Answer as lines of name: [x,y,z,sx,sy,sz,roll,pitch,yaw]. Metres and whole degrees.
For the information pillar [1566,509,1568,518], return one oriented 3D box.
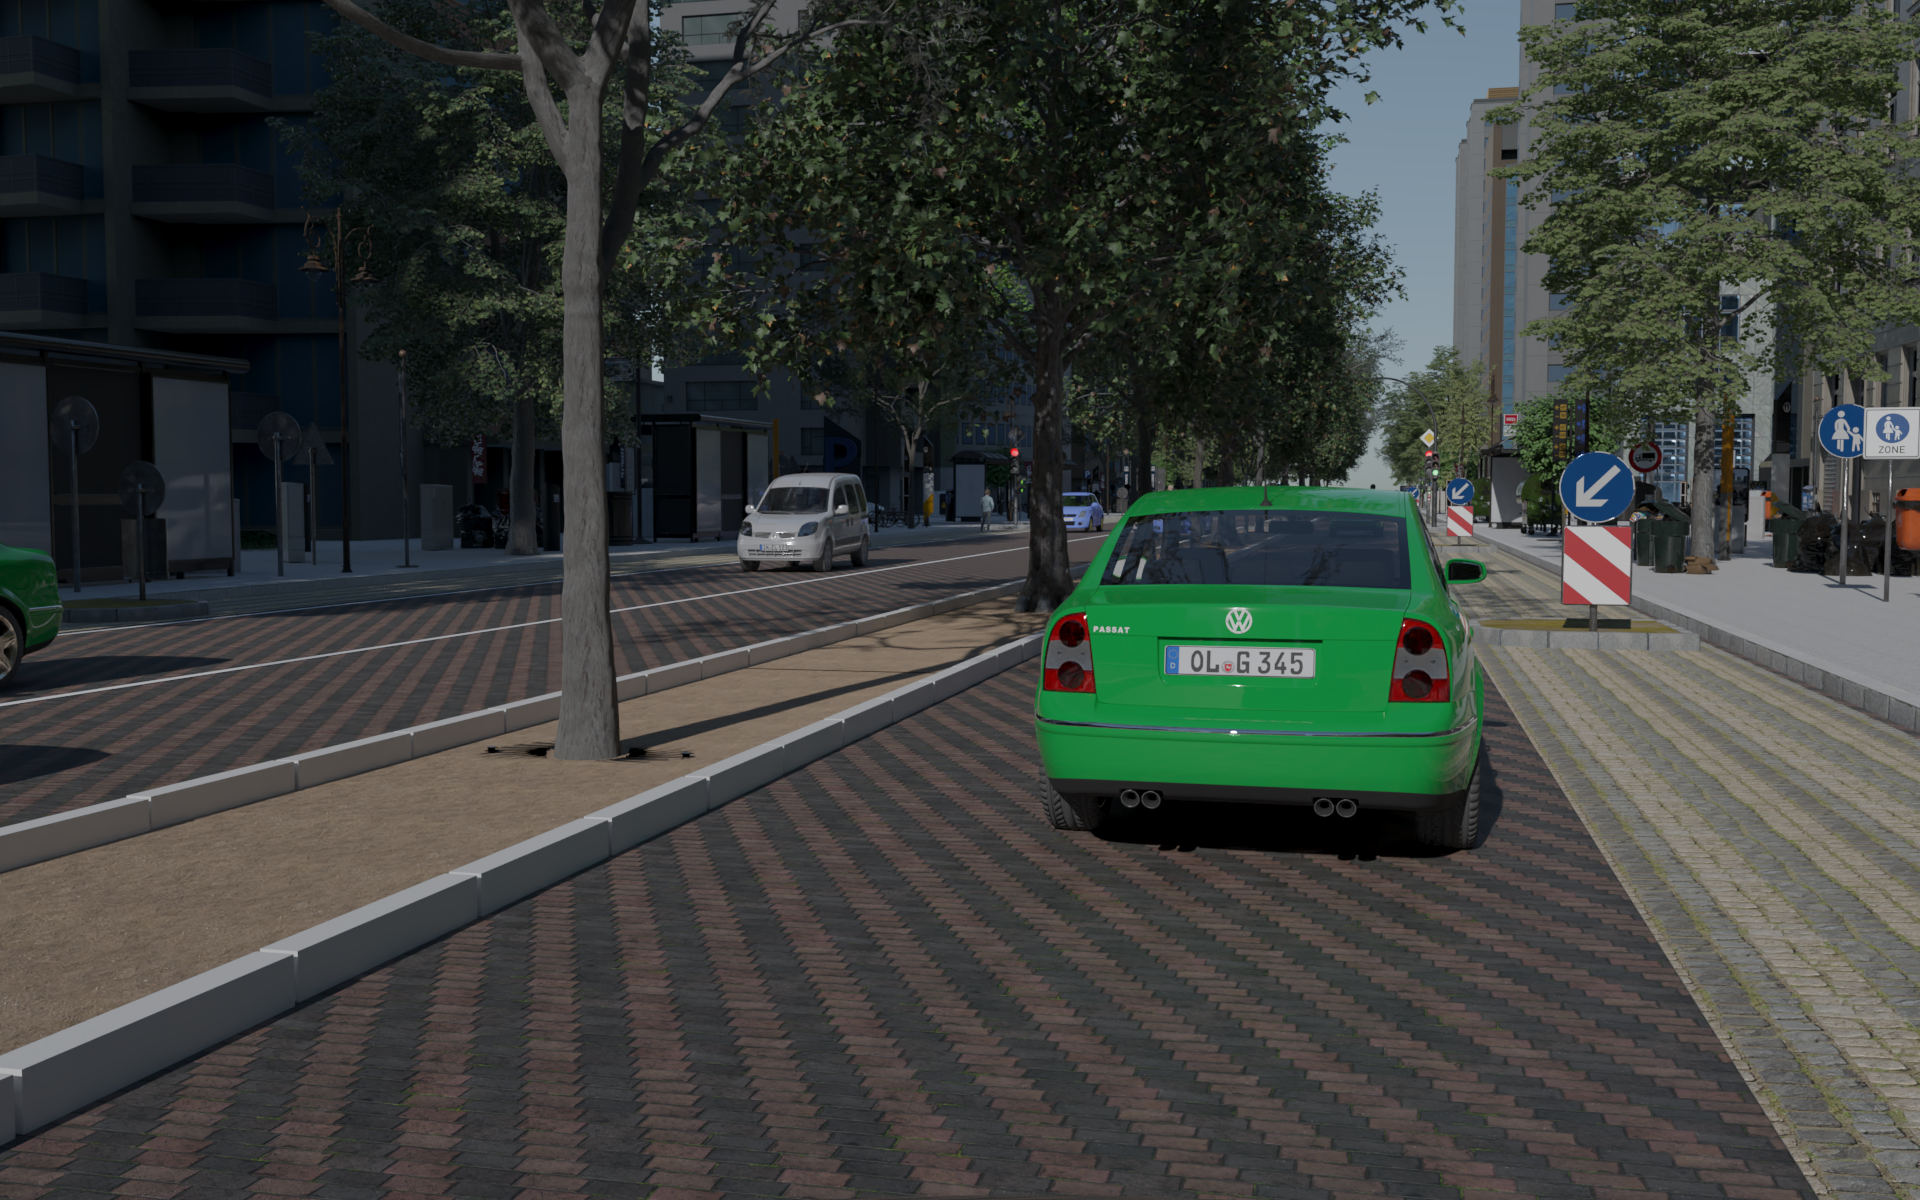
information pillar: [31.995,-6.137,91.695,0.504,3.616,0.183,-2,4,-24]

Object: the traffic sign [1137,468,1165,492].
traffic sign: [15.052,-8.737,136.716,2.265,3.308,0.079,1,4,18]

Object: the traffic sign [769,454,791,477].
traffic sign: [-5.803,-3.392,55.571,0.768,2.556,0.104,1,4,17]

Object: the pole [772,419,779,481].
pole: [-5.004,-3.255,47.060,0.158,3.312,0.155,0,3,0]

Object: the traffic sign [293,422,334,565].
traffic sign: [-11.656,-1.908,31.196,0.884,2.594,0.081,1,4,18]

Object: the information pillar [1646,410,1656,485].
information pillar: [18.553,-3.376,46.555,0.183,3.616,0.504,3,4,37]

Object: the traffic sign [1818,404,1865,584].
traffic sign: [12.552,-1.495,24.555,0.768,2.556,0.104,1,4,16]

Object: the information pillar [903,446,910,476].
information pillar: [-2.633,-5.754,85.433,0.183,3.616,0.504,3,5,41]

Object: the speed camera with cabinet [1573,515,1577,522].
speed camera with cabinet: [32.189,-5.755,88.422,2.038,3.252,0.660,0,4,-2]

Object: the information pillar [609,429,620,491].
information pillar: [-9.134,-3.330,45.803,0.183,3.616,0.504,1,4,14]

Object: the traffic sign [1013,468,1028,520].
traffic sign: [2.940,-5.189,84.952,0.768,2.556,0.104,1,4,19]

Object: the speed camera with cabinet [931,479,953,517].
speed camera with cabinet: [-0.612,-6.225,96.107,2.038,3.252,0.660,-3,4,-38]

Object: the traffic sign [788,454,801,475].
traffic sign: [-5.512,-3.479,56.886,0.884,2.594,0.081,1,4,19]

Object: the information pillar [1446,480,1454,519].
information pillar: [25.267,-5.187,89.296,0.304,2.012,0.304,3,4,38]

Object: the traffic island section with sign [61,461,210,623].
traffic island section with sign: [-9.919,-0.703,20.115,1.989,1.847,2.006,1,4,13]

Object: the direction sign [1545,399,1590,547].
direction sign: [14.623,-3.028,41.507,0.876,3.537,0.379,0,4,-2]

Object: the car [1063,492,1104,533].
car: [4.332,-3.406,65.284,1.945,1.707,3.694,1,4,14]

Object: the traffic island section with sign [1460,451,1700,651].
traffic island section with sign: [5.972,-0.501,16.826,1.989,1.847,2.006,1,4,13]

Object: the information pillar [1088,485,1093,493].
information pillar: [11.139,-8.772,147.912,0.304,2.012,0.304,0,4,-8]

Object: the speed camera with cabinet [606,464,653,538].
speed camera with cabinet: [-9.956,-3.431,50.427,2.038,3.252,0.660,-2,4,-33]

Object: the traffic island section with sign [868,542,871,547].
traffic island section with sign: [-3.493,-2.336,46.826,1.989,1.847,2.006,1,4,13]

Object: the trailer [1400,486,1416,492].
trailer: [30.677,-6.836,118.814,1.471,1.999,3.904,1,4,13]

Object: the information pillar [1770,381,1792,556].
information pillar: [16.929,-2.713,35.711,0.504,3.616,0.183,-2,4,-30]

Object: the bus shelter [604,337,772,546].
bus shelter: [-7.400,-4.222,46.656,2.179,5.291,8.768,1,4,13]

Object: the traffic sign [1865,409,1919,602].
traffic sign: [11.021,-1.126,20.540,0.606,2.300,0.079,1,4,17]

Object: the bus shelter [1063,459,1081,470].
bus shelter: [5.369,-6.335,97.505,2.014,3.302,5.546,1,4,14]

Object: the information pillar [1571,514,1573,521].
information pillar: [29.281,-4.770,82.485,0.304,2.012,0.304,1,4,17]

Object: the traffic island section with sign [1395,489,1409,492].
traffic island section with sign: [25.123,-5.377,96.536,1.989,1.847,2.006,1,4,13]

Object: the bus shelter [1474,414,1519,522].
bus shelter: [26.201,-6.524,84.306,2.179,5.291,8.768,1,4,14]

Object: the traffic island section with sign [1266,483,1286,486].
traffic island section with sign: [14.074,-4.143,75.879,2.006,1.907,1.989,1,4,13]

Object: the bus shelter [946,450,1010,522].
bus shelter: [1.014,-5.355,81.485,2.014,3.302,5.546,1,4,14]

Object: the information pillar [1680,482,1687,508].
information pillar: [44.071,-6.175,105.460,0.304,2.012,0.304,3,5,41]

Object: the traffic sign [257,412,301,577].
traffic sign: [-10.575,-1.638,26.888,0.768,2.556,0.104,1,4,14]

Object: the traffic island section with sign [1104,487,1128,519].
traffic island section with sign: [9.411,-5.622,100.553,1.989,1.847,2.006,1,4,13]

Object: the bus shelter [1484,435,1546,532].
bus shelter: [19.560,-4.086,60.724,2.014,3.302,5.546,1,4,14]

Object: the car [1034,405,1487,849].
car: [1.591,0.017,8.513,1.959,1.807,4.718,1,4,15]

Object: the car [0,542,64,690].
car: [-8.118,-0.152,11.282,1.959,1.807,4.718,1,4,14]

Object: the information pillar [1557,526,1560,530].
information pillar: [21.471,-4.328,62.117,0.183,3.616,0.504,2,4,24]

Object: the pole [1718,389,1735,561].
pole: [14.714,-2.409,33.223,0.158,3.312,0.155,0,3,0]

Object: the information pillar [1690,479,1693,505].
information pillar: [36.760,-5.033,86.774,0.304,2.012,0.304,1,4,13]

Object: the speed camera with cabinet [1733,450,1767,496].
speed camera with cabinet: [35.184,-5.079,77.382,0.660,3.252,2.038,-1,4,-15]

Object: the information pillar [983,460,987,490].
information pillar: [1.628,-7.513,114.199,0.183,3.616,0.504,-2,4,-32]

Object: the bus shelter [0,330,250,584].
bus shelter: [-13.061,-2.765,22.846,2.179,5.291,8.768,1,4,13]

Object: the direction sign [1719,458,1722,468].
direction sign: [47.905,-7.115,108.333,0.876,3.537,0.379,1,4,15]

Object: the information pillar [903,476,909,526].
information pillar: [-2.099,-4.024,70.278,0.304,2.012,0.304,2,4,31]

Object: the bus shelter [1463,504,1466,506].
bus shelter: [35.117,-8.009,122.225,1.731,3.624,6.357,1,4,13]

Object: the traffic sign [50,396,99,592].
traffic sign: [-11.527,-1.372,22.538,0.768,2.556,0.104,1,4,16]

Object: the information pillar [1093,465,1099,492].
information pillar: [10.826,-8.972,138.042,0.504,3.616,0.183,0,4,2]

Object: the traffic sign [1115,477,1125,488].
traffic sign: [11.638,-7.717,126.273,0.768,2.556,0.104,1,4,20]

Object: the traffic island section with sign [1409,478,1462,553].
traffic island section with sign: [12.275,-2.105,43.041,1.989,1.847,2.006,1,4,13]

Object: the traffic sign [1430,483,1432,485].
traffic sign: [33.604,-7.515,122.968,0.768,2.556,0.104,1,4,22]

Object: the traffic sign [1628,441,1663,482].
traffic sign: [16.460,-2.541,41.649,0.768,2.556,0.104,1,4,23]

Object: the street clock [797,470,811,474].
street clock: [-4.611,-2.859,51.310,0.471,2.002,0.358,-1,4,-8]

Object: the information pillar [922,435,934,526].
information pillar: [-1.270,-4.749,68.997,0.504,3.616,0.183,3,5,41]
